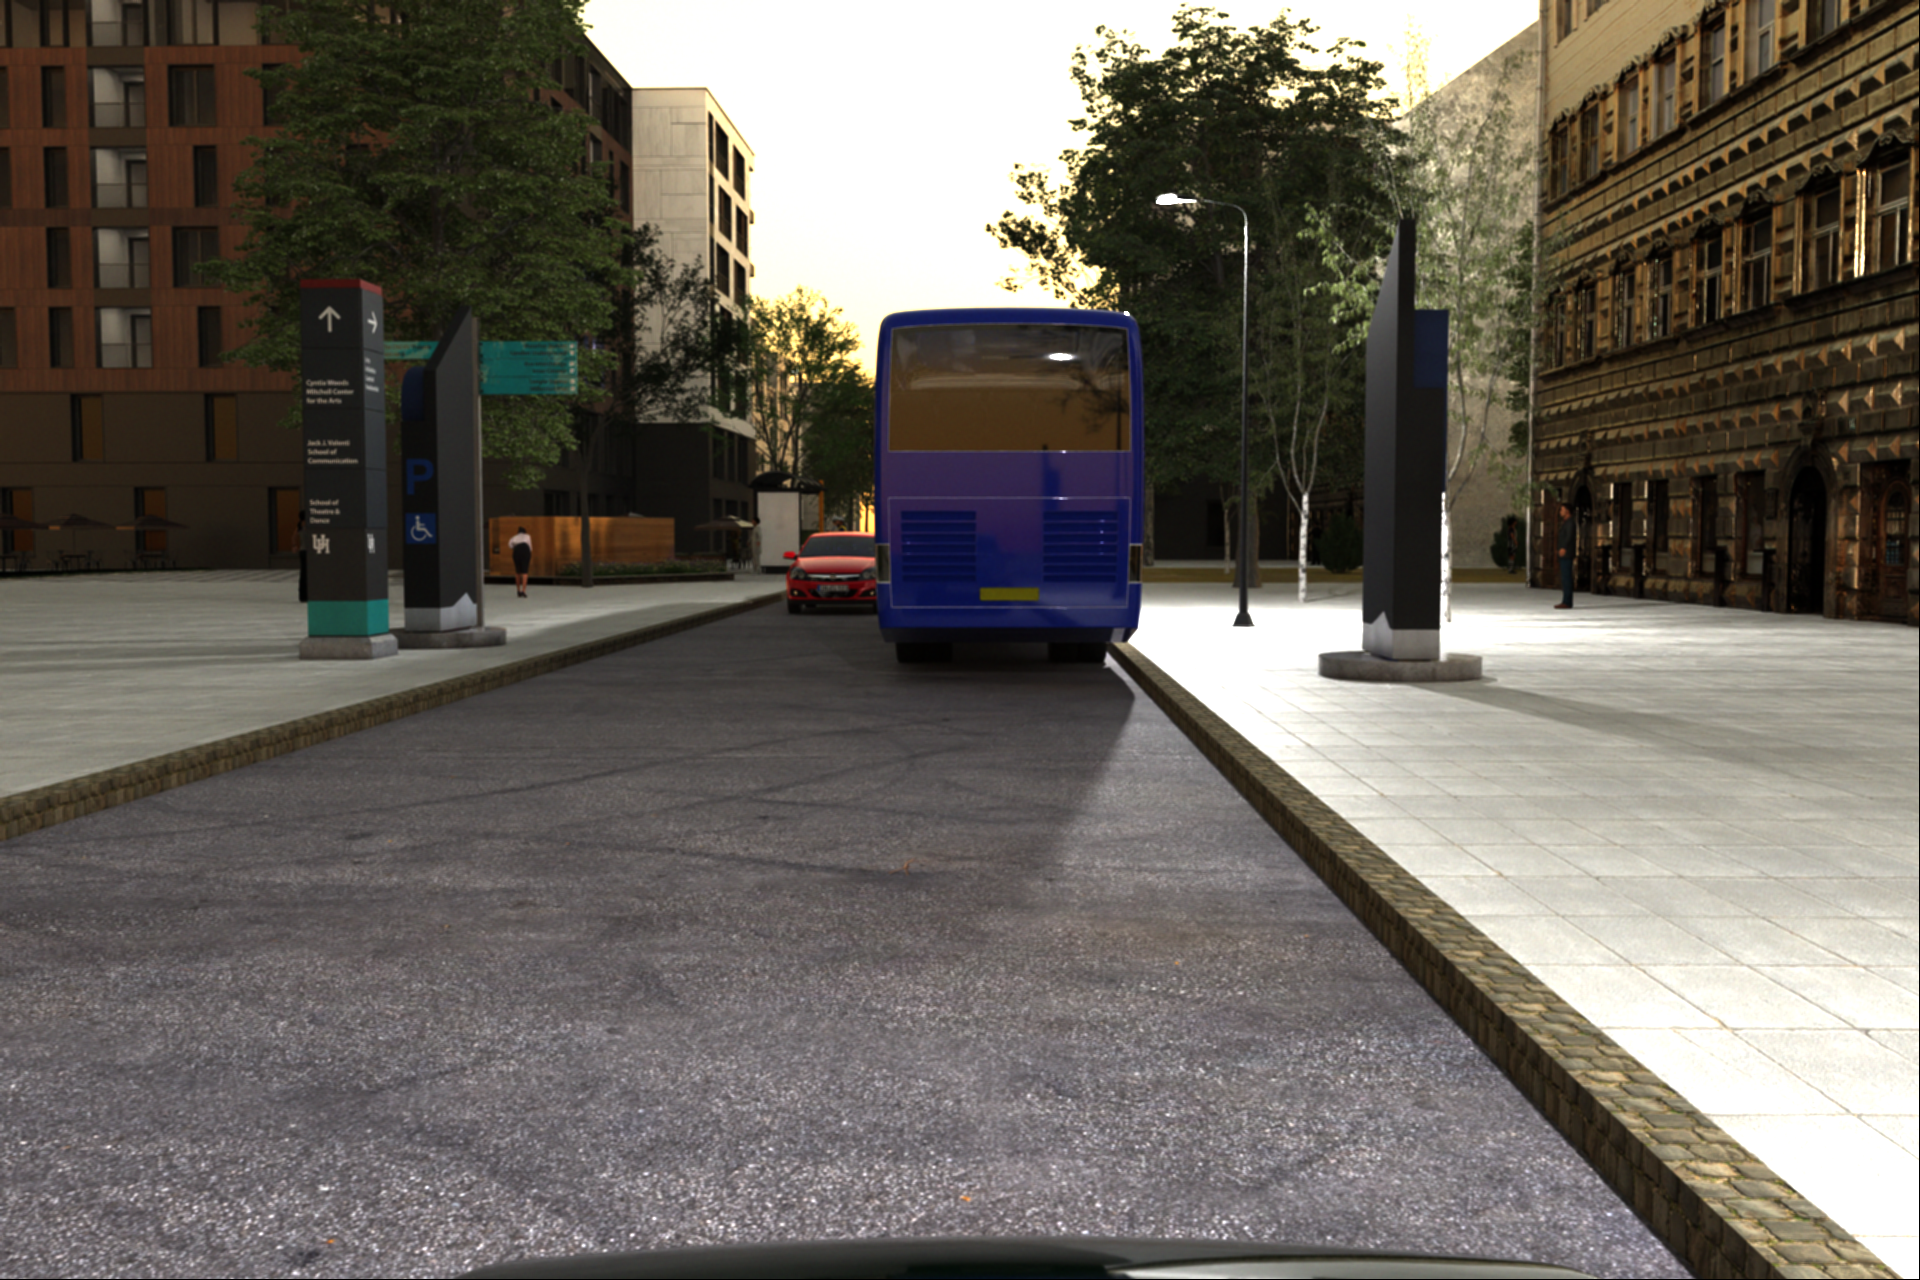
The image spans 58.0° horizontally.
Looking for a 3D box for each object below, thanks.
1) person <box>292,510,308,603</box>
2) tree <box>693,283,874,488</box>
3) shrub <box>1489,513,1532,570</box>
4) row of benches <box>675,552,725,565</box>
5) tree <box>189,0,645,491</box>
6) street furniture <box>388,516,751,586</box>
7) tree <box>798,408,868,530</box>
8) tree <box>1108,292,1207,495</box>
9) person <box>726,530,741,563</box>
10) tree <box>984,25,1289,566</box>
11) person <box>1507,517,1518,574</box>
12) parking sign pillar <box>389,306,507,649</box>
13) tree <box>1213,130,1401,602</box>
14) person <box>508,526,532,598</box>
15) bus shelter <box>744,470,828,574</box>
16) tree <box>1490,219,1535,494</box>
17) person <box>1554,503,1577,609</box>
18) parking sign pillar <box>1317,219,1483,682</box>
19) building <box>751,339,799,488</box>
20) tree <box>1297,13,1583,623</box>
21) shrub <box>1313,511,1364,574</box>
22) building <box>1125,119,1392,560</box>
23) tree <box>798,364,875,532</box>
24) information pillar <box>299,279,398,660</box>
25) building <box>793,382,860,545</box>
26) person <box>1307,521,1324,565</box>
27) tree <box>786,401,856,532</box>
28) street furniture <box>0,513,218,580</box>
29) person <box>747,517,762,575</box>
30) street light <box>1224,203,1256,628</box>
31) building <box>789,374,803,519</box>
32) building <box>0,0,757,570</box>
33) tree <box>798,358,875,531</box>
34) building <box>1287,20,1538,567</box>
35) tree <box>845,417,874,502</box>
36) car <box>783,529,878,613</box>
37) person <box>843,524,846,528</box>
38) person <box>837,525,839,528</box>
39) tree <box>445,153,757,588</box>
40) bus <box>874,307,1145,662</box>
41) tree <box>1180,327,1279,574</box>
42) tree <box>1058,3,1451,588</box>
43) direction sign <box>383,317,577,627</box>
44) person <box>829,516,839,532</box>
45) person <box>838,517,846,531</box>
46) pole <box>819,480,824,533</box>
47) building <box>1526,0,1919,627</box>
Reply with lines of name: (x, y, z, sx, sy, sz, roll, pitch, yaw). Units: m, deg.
person: (-12.216, -1.576, 32.578, 1.217, 1.737, 0.721, 3, 4, 38)
tree: (-7.372, -9.024, 73.293, 9.928, 11.665, 9.643, 0, 3, 0)
shrub: (19.582, -3.503, 61.315, 1.661, 2.075, 1.752, 0, 3, 0)
row of benches: (-9.766, -2.692, 59.476, 4.104, 0.672, 1.422, -3, 5, -44)
tree: (-9.373, -6.876, 30.552, 7.486, 12.596, 7.792, 0, 3, 0)
street furniture: (-9.387, -2.448, 46.886, 9.812, 1.723, 11.010, 2, 4, 30)
tree: (-6.958, -9.214, 101.016, 4.360, 8.622, 3.978, 0, 3, 0)
tree: (7.788, -9.954, 80.880, 7.486, 12.596, 7.792, 0, 3, 0)
person: (-10.160, -4.423, 78.085, 0.705, 1.858, 1.354, -2, 4, -34)
tree: (6.094, -12.939, 67.446, 12.611, 20.169, 13.585, 0, 3, 0)
person: (17.996, -3.071, 56.360, 0.704, 1.843, 1.345, 1, 4, 14)
parking sign pillar: (-5.983, -1.922, 19.894, 1.447, 3.967, 1.447, 0, 4, 2)
tree: (6.348, -4.999, 32.103, 4.360, 8.622, 3.978, 0, 3, 0)
person: (-8.888, -1.589, 35.210, 0.628, 1.438, 0.799, -3, 5, -42)
bus shelter: (-5.738, -3.916, 57.956, 2.014, 3.302, 5.546, 0, 4, 3)
tree: (19.092, -8.115, 50.804, 7.486, 12.596, 7.792, 0, 3, 0)
person: (10.414, -1.453, 29.817, 0.705, 1.821, 1.348, 1, 4, 17)
parking sign pillar: (3.975, -1.657, 15.563, 1.447, 3.967, 1.447, 0, 4, 1)
building: (-26.052, -18.475, 168.519, 16.747, 18.905, 31.486, 0, 4, 2)
tree: (7.171, -4.572, 25.107, 4.360, 8.622, 3.978, 0, 3, 0)
shrub: (12.402, -3.201, 56.380, 1.661, 2.075, 1.752, 0, 3, 0)
building: (23.250, -15.776, 101.916, 27.936, 21.610, 32.646, 0, 4, 1)
tree: (-6.800, -13.147, 125.330, 12.009, 13.543, 11.850, 0, 3, 0)
information pillar: (-6.369, -1.748, 17.958, 0.750, 3.857, 0.750, 0, 4, 2)
building: (-22.367, -21.481, 217.664, 16.747, 18.905, 31.486, 0, 4, 2)
person: (14.735, -4.022, 71.701, 1.347, 1.837, 0.705, -1, 4, -23)
tree: (-7.322, -8.849, 95.050, 4.360, 8.622, 3.978, 0, 3, 0)
street furniture: (-31.026, -2.563, 46.928, 14.083, 1.986, 27.439, 2, 4, 34)
person: (-6.408, -2.939, 54.239, 0.705, 1.806, 1.347, -1, 4, -21)
street light: (4.458, -3.132, 23.746, 1.470, 5.913, 1.316, 0, 4, 1)
building: (-23.551, -20.269, 187.811, 16.016, 20.090, 11.380, 0, 4, 2)
building: (-25.585, -14.314, 78.001, 27.936, 21.610, 32.646, 0, 4, 2)
tree: (-6.896, -11.863, 112.082, 7.486, 12.596, 7.792, 0, 3, 0)
building: (25.431, -15.006, 76.281, 19.493, 23.208, 18.063, 0, 4, 1)
tree: (-6.102, -14.229, 143.015, 12.009, 13.543, 11.850, 0, 3, 0)
car: (-2.195, -1.440, 32.593, 2.155, 1.783, 4.494, 0, 4, 1)
person: (-5.021, -4.222, 75.754, 0.721, 1.740, 1.216, -3, 4, -38)
person: (-4.092, -3.129, 57.384, 0.704, 1.802, 1.346, 0, 4, -4)
tree: (-8.903, -6.557, 41.620, 8.767, 10.594, 7.601, 0, 4, 3)
bus: (0.460, -1.872, 22.155, 2.896, 3.916, 12.251, 0, 3, 0)
tree: (8.661, -6.450, 55.826, 4.360, 8.622, 3.978, 0, 3, 0)
tree: (6.790, -8.218, 41.026, 9.857, 13.997, 8.962, 0, 3, 0)
direction sign: (-5.971, -2.033, 21.998, 2.525, 3.948, 1.411, 0, 4, 1)
person: (-3.841, -2.927, 53.705, 0.705, 1.847, 1.347, -2, 4, -27)
person: (-3.824, -3.013, 55.230, 0.705, 1.833, 1.349, 0, 4, 3)
pole: (-5.254, -4.390, 65.614, 0.158, 3.312, 0.155, 0, 3, 0)
building: (22.555, -12.261, 31.398, 19.493, 23.208, 18.063, 0, 4, 1)
